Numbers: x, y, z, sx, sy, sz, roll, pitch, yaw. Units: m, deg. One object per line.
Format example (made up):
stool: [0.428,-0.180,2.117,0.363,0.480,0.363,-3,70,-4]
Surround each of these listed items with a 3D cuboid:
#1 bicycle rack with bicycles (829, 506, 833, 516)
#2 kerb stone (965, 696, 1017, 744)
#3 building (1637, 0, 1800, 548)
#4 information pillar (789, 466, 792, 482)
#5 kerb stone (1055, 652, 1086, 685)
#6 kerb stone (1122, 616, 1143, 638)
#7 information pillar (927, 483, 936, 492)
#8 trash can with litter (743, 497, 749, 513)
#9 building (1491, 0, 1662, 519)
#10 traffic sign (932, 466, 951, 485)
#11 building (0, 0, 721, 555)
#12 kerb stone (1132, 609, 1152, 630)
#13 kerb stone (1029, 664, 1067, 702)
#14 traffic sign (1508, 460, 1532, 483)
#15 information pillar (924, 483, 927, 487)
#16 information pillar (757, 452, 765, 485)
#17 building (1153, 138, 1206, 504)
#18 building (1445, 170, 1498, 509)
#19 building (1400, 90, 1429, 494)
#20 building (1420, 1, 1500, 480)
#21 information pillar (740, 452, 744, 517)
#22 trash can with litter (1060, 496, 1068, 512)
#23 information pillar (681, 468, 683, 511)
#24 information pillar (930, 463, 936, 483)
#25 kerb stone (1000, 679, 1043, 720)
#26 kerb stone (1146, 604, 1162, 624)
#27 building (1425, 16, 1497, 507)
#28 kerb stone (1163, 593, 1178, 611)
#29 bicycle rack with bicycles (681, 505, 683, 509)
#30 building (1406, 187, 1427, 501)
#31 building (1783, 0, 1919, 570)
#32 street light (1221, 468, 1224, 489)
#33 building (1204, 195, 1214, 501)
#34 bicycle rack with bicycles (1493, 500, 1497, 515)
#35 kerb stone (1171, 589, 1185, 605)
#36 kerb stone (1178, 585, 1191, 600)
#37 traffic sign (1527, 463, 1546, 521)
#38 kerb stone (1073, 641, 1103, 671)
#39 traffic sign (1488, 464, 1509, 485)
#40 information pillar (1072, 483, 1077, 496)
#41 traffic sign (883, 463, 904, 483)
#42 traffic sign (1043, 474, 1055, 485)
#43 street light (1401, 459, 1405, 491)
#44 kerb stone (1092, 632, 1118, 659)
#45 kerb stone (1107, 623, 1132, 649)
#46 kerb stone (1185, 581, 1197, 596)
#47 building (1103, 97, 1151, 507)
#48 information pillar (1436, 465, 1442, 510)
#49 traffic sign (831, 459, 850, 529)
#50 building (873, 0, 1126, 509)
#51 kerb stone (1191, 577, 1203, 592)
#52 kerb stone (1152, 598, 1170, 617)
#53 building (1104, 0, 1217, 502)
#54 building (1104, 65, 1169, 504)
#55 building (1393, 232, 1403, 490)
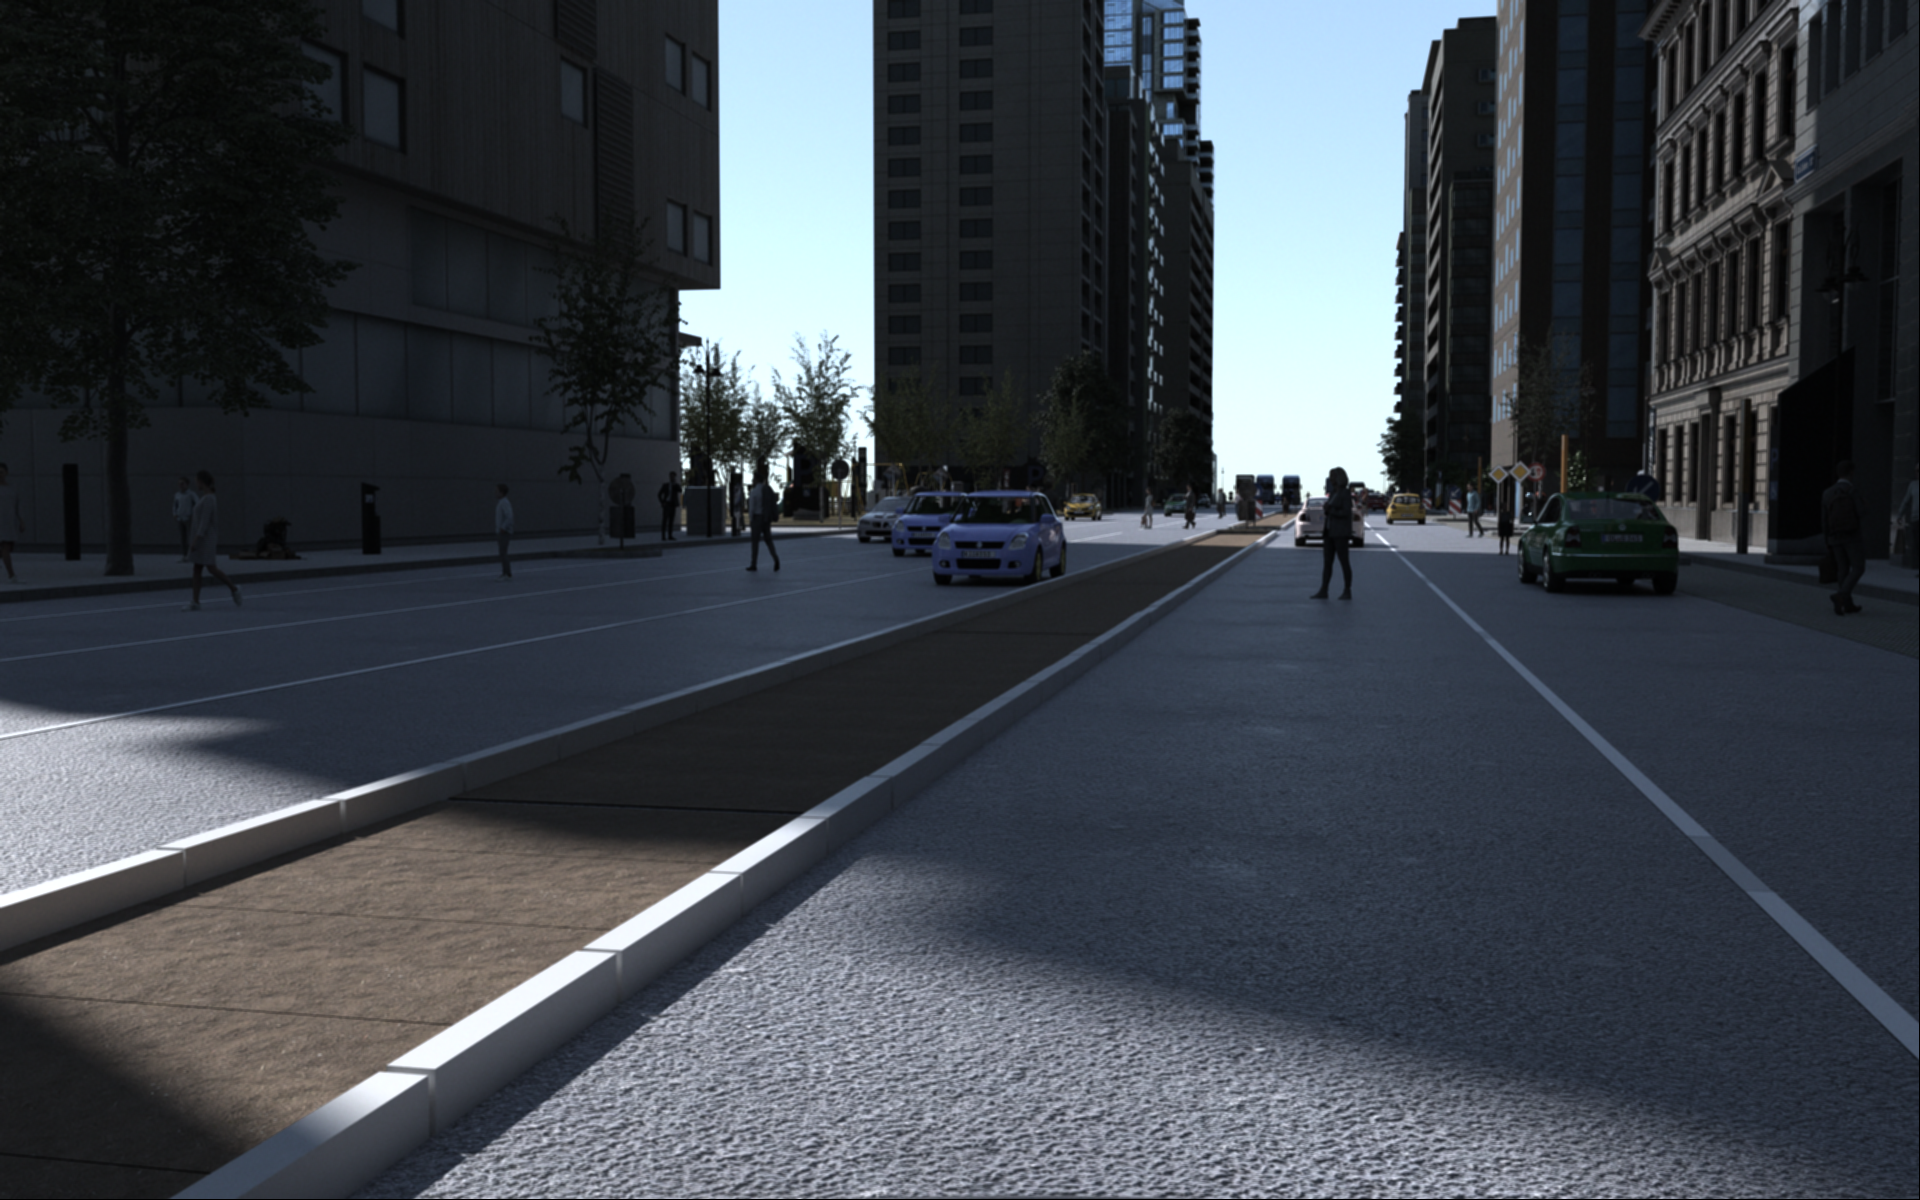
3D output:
bicycle rack with bicycles: [-8.670,-5.197,98.356,2.925,0.926,2.852,-1,4,-15]
kerb stone: [0.174,0.723,10.375,0.120,0.150,1.000,1,4,12]
building: [25.221,-11.120,46.442,10.561,19.102,19.286,1,4,12]
information pillar: [-13.283,-8.775,134.832,0.504,3.616,0.183,-3,5,-40]
kerb stone: [0.827,0.544,13.378,0.120,0.150,1.000,1,4,12]
kerb stone: [1.694,0.295,17.387,0.120,0.150,1.000,1,4,12]
information pillar: [-1.757,-6.543,111.463,0.304,2.012,0.304,2,4,30]
trash can with litter: [-14.319,-6.426,116.453,1.055,1.170,0.624,2,4,30]
building: [35.200,-26.790,88.130,14.600,45.320,14.200,1,4,12]
traffic sign: [-0.801,-4.281,72.189,0.795,2.593,0.064,1,4,12]
building: [-24.094,-28.241,50.975,27.495,52.752,28.713,1,4,12]
kerb stone: [1.899,0.233,18.389,0.120,0.150,1.000,1,4,12]
kerb stone: [0.610,0.600,12.378,0.120,0.150,1.000,1,4,12]
traffic sign: [19.304,-3.516,59.675,0.795,2.593,0.064,1,4,12]
information pillar: [-2.292,-6.778,115.311,0.304,2.012,0.304,0,4,-4]
information pillar: [-11.138,-6.465,97.055,0.504,3.616,0.183,-1,4,-18]
building: [22.096,-37.752,240.953,21.300,48.544,21.600,1,4,12]
building: [51.019,-23.513,156.147,14.160,30.474,14.107,1,4,12]
building: [74.961,-43.369,251.087,21.231,58.520,28.212,1,4,12]
building: [67.102,-37.079,195.482,28.713,52.752,27.495,1,4,12]
information pillar: [-12.118,-6.409,96.144,0.183,3.616,0.504,-1,4,-18]
trash can with litter: [7.474,-6.875,123.793,0.624,1.170,1.055,0,4,-2]
information pillar: [-20.879,-8.443,129.403,0.183,3.616,0.504,-3,5,-44]
information pillar: [-2.027,-8.523,130.699,0.504,3.616,0.183,-2,4,-30]
kerb stone: [0.390,0.663,11.375,0.120,0.150,1.000,1,4,12]
kerb stone: [2.125,0.181,19.387,0.120,0.150,1.000,1,4,12]
building: [58.211,-33.563,172.459,21.300,48.544,21.600,1,4,12]
kerb stone: [2.559,0.050,21.384,0.120,0.150,1.000,1,4,12]
bicycle rack with bicycles: [-24.184,-8.335,149.667,2.925,0.926,2.852,2,4,29]
building: [67.026,-33.525,231.728,14.154,41.232,14.086,1,4,12]
building: [20.456,-14.959,22.080,11.434,29.767,29.804,1,4,12]
street light: [43.553,-19.224,287.099,0.468,5.910,1.993,1,4,12]
building: [26.840,-39.067,262.439,21.300,48.544,21.600,1,4,12]
bicycle rack with bicycles: [32.788,-5.423,102.054,2.852,0.926,2.925,1,4,10]
kerb stone: [2.769,-0.012,22.396,0.120,0.150,1.000,1,4,12]
kerb stone: [2.990,-0.073,23.394,0.120,0.150,1.000,1,4,12]
traffic sign: [23.301,-4.284,70.143,0.768,2.556,0.104,1,4,16]
kerb stone: [1.037,0.481,14.378,0.120,0.150,1.000,1,4,12]
traffic sign: [20.989,-3.993,67.481,0.795,2.593,0.064,1,4,12]
information pillar: [7.891,-7.047,119.709,0.304,2.012,0.304,-1,4,-9]
traffic sign: [-2.486,-3.804,64.383,0.795,2.593,0.064,1,4,12]
traffic sign: [5.639,-6.729,110.127,0.768,2.556,0.104,1,4,19]
street light: [54.963,-14.812,214.971,0.468,5.910,1.993,1,4,12]
kerb stone: [1.262,0.417,15.375,0.120,0.150,1.000,1,4,12]
kerb stone: [1.483,0.356,16.380,0.120,0.150,1.000,1,4,12]
kerb stone: [3.206,-0.126,24.395,0.120,0.150,1.000,1,4,12]
building: [11.424,-30.076,175.331,14.154,41.232,14.086,1,4,12]
information pillar: [37.824,-8.894,136.776,0.183,3.616,0.504,-3,5,-41]
traffic sign: [-4.409,-3.877,63.490,0.768,2.556,0.104,1,4,21]
building: [4.600,-44.032,158.171,20.563,71.187,20.611,1,4,12]
kerb stone: [3.424,-0.196,25.393,0.120,0.150,1.000,1,4,12]
kerb stone: [2.335,0.111,20.387,0.120,0.150,1.000,1,4,12]
building: [32.060,-59.627,287.575,22.319,86.520,31.000,1,4,12]
building: [11.316,-35.390,198.233,23.786,49.044,30.456,1,4,12]
building: [81.528,-38.213,279.404,22.147,44.769,28.867,1,4,12]
